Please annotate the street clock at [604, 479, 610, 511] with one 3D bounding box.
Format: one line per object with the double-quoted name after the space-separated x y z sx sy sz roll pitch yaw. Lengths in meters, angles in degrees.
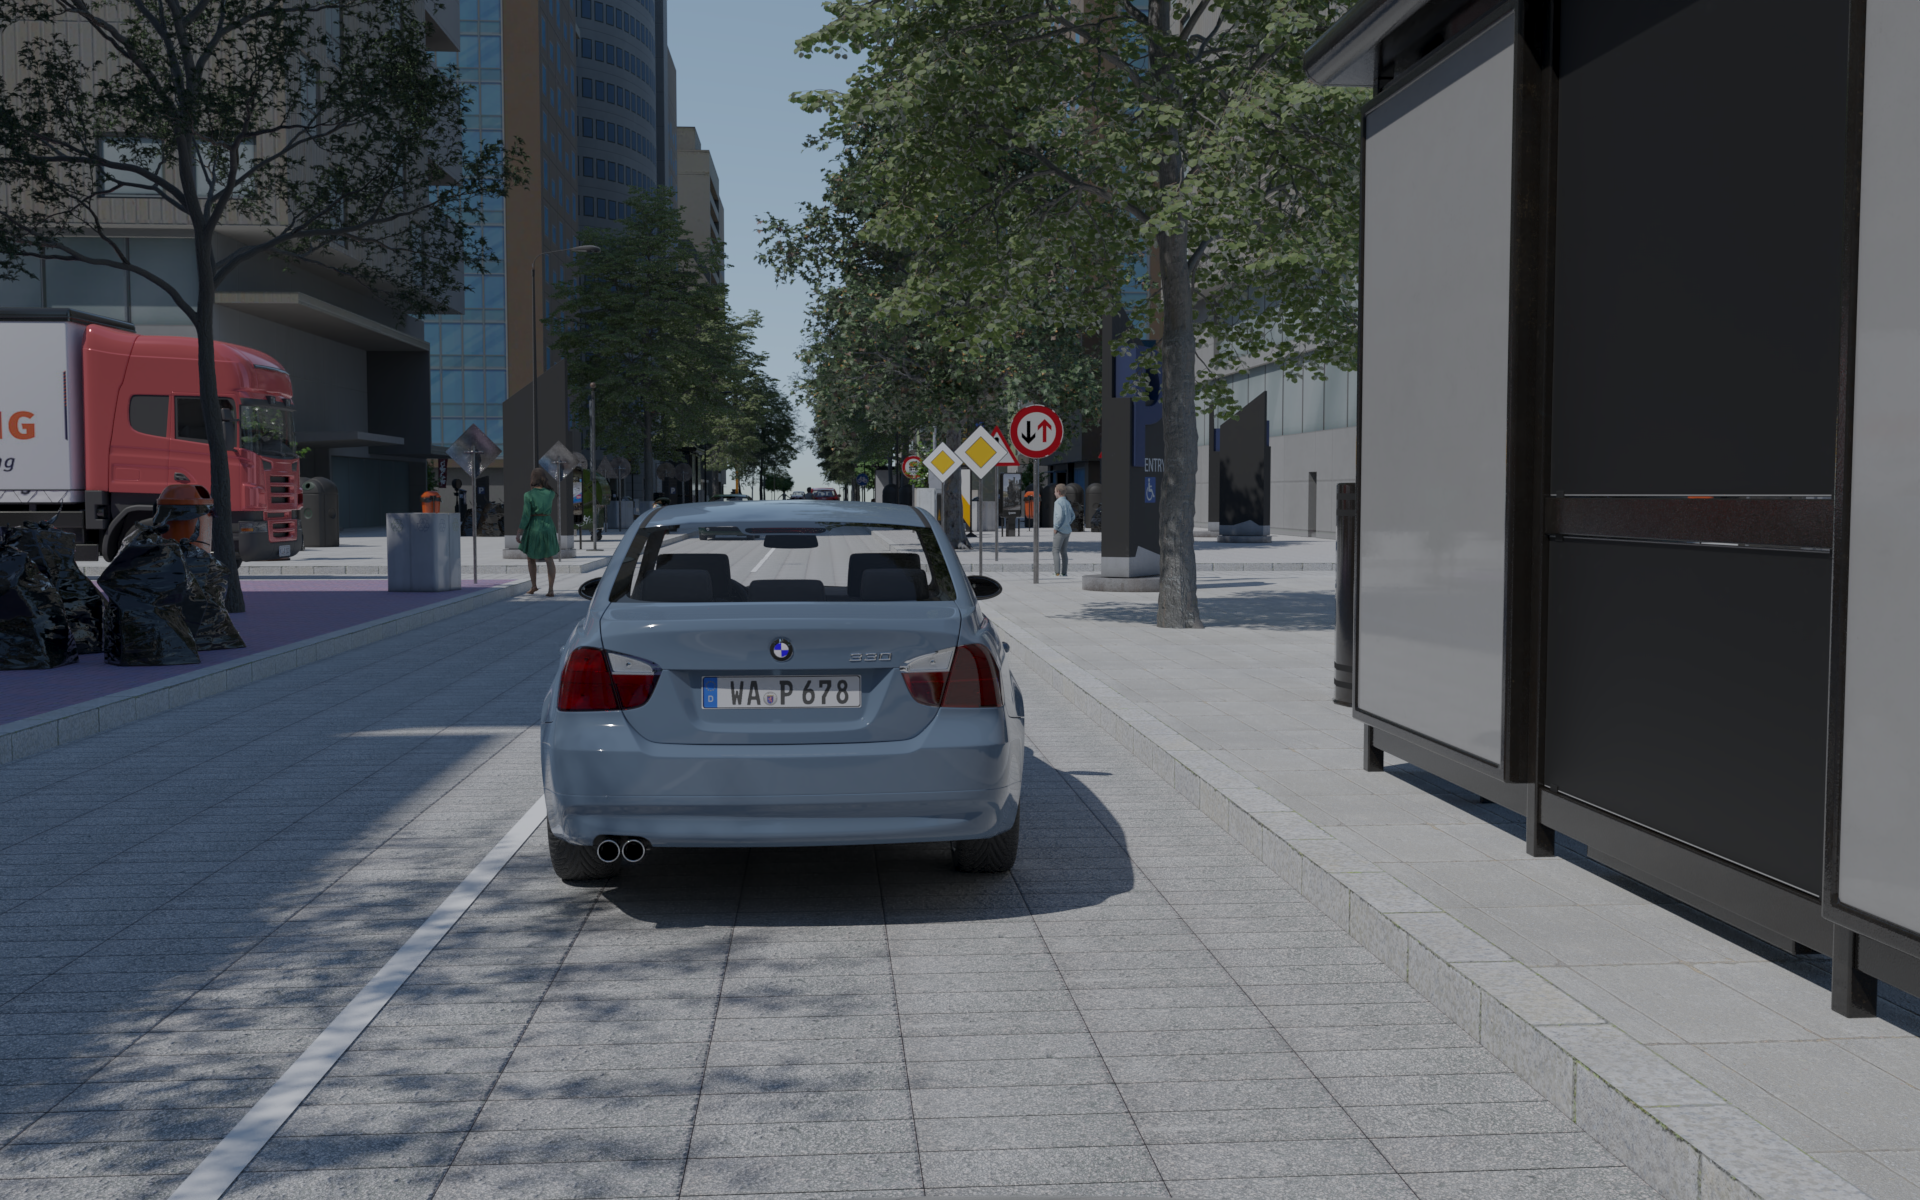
-16.990 -4.781 82.733 0.471 2.002 0.358 -2 4 -32 "street clock"

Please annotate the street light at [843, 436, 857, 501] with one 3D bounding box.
-6.497 -8.281 107.928 1.470 5.913 1.316 0 4 -5 "street light"

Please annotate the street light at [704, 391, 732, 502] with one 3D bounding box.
-10.962 -6.463 78.208 1.470 5.913 1.316 0 4 -5 "street light"

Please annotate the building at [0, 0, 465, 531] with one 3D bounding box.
-32.861 -28.695 58.405 28.713 52.752 27.495 0 4 -5 "building"

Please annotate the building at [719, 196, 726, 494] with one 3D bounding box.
-41.155 -36.653 249.394 14.600 45.320 14.200 0 4 -5 "building"

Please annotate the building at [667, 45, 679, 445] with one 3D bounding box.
-34.516 -31.545 165.870 14.600 45.320 14.200 0 4 -5 "building"

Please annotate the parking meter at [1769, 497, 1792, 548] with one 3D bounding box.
18.511 -2.041 39.076 0.399 1.863 0.255 3 5 43 "parking meter"

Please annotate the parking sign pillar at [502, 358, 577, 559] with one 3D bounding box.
-8.418 -2.819 34.565 1.447 3.967 1.447 0 4 6 "parking sign pillar"

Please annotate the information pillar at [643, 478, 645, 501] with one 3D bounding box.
-14.126 -4.504 78.140 0.304 2.012 0.304 0 4 1 "information pillar"

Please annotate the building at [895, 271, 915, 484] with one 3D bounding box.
1.365 -38.760 257.422 21.300 48.544 21.600 0 4 -5 "building"

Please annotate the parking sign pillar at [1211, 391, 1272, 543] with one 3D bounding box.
7.526 -3.501 45.721 1.447 3.967 1.447 3 4 36 "parking sign pillar"

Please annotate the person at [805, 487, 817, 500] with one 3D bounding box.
-7.155 -4.589 83.895 0.716 1.782 0.532 2 4 28 "person"

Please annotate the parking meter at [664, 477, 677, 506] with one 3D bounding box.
-9.845 -3.259 58.997 0.255 1.863 0.399 3 5 41 "parking meter"

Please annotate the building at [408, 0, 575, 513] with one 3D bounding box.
-29.636 -27.388 97.901 14.600 45.320 14.200 0 4 -5 "building"

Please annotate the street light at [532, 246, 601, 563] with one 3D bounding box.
-7.416 -3.666 32.483 1.470 5.913 1.316 0 4 -5 "street light"

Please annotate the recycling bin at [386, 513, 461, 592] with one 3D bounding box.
-7.105 -0.637 22.969 0.722 1.027 0.722 1 4 11 "recycling bin"

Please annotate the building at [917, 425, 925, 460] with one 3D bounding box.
1.700 -32.134 208.981 14.154 41.232 14.086 0 4 -5 "building"

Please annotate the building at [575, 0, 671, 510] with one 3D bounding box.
-35.981 -36.801 143.692 21.231 58.520 28.212 0 4 -5 "building"

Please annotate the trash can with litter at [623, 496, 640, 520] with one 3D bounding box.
-16.043 -4.500 84.963 1.055 1.170 0.624 2 4 33 "trash can with litter"

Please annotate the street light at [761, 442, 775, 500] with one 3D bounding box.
-17.145 -11.131 154.529 1.470 5.913 1.316 0 4 -5 "street light"

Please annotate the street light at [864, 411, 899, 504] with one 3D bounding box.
-2.794 -5.491 62.314 1.470 5.913 1.316 0 4 -5 "street light"

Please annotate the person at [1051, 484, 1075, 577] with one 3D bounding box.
1.690 -1.138 28.925 0.330 1.601 0.589 3 5 40 "person"

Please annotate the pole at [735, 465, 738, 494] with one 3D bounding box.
-12.853 -6.481 99.812 0.158 3.312 0.155 0 3 0 "pole"

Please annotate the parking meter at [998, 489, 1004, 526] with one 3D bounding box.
1.589 -3.721 69.250 0.372 1.533 0.369 0 3 0 "parking meter"

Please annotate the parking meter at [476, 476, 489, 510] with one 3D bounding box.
-15.355 -3.057 55.689 0.399 1.863 0.255 0 4 5 "parking meter"

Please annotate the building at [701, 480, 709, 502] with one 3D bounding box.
-46.988 -31.584 208.284 32.217 40.220 23.993 0 4 -5 "building"

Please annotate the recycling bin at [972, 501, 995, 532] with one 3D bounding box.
0.789 -2.873 59.520 0.722 1.027 0.722 2 4 30 "recycling bin"

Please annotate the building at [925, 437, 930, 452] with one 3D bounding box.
4.361 -29.727 169.636 14.154 41.232 14.086 0 4 -5 "building"

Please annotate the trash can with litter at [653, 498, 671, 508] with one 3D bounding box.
-9.554 -2.666 54.971 0.624 1.170 1.055 -2 4 -24 "trash can with litter"

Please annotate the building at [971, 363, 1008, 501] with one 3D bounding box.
12.023 -49.663 124.662 22.319 86.520 31.000 0 4 -5 "building"

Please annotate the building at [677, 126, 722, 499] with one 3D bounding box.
-43.341 -37.156 231.199 21.300 48.544 21.600 0 4 -5 "building"

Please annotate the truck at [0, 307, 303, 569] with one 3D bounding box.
-15.689 -2.340 27.167 11.283 4.237 2.839 0 4 -3 "truck"

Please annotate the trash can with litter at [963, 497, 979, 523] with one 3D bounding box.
0.474 -4.032 77.314 1.055 1.170 0.624 -2 4 -33 "trash can with litter"

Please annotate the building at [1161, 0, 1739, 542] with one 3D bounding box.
22.062 -28.577 56.474 27.495 52.752 28.713 0 4 -5 "building"

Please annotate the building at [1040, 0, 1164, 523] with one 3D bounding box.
11.465 -26.275 79.708 14.600 45.320 14.200 0 4 -5 "building"

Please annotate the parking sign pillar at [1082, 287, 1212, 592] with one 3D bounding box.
2.361 -2.122 23.167 1.447 3.967 1.447 2 4 30 "parking sign pillar"

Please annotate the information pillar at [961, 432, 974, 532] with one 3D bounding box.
0.229 -4.110 58.555 0.183 3.616 0.504 -3 4 -39 "information pillar"

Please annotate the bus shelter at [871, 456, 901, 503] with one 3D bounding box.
-3.799 -6.141 94.333 2.014 3.302 5.546 0 4 -4 "bus shelter"

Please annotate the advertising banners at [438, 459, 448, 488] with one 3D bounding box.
-24.509 -5.117 79.855 2.074 3.025 0.090 1 4 13 "advertising banners"

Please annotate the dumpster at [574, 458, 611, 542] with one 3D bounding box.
-10.339 -2.721 46.982 1.502 2.255 1.985 0 4 -4 "dumpster"

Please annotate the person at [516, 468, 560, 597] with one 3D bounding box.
-5.877 -0.946 24.217 0.600 1.795 0.529 -3 5 -45 "person"

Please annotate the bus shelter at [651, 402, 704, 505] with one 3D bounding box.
-12.822 -6.131 77.882 2.179 5.291 8.768 0 4 -5 "bus shelter"

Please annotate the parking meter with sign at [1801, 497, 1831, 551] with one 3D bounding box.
17.492 -2.382 35.202 1.738 3.016 0.543 -3 5 -43 "parking meter with sign"

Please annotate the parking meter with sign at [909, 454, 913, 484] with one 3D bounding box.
-1.496 -4.925 76.791 1.738 3.016 0.543 -2 4 -27 "parking meter with sign"

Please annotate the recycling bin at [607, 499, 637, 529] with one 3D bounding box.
-12.504 -3.132 63.754 0.722 1.027 0.722 -3 5 -41 "recycling bin"

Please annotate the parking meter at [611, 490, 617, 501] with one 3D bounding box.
-20.179 -5.657 100.909 0.372 1.533 0.369 0 3 0 "parking meter"

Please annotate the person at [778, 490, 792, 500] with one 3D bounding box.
-13.687 -7.697 135.126 1.217 1.735 0.721 1 4 15 "person"

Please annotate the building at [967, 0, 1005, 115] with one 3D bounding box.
9.551 -32.309 151.959 21.300 48.544 21.600 0 4 -5 "building"

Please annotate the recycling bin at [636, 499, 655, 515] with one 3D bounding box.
-10.895 -2.994 61.513 0.722 1.027 0.722 -3 5 -43 "recycling bin"

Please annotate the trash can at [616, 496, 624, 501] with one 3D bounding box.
-20.329 -5.654 104.095 0.748 1.137 0.748 0 3 0 "trash can"

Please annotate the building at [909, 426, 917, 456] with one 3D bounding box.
4.362 -37.409 231.252 23.786 49.044 30.456 0 4 -5 "building"

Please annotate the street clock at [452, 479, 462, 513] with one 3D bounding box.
-23.988 -4.773 82.606 0.358 2.002 0.471 2 4 25 "street clock"

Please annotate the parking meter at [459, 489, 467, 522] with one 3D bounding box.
-22.934 -4.374 79.918 0.372 1.533 0.369 0 3 0 "parking meter"

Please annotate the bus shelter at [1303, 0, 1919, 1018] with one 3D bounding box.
2.778 -1.766 6.509 2.179 5.291 8.768 0 4 -4 "bus shelter"

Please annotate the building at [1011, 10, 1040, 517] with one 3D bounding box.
9.629 -25.582 101.858 14.154 41.232 14.086 0 4 -5 "building"

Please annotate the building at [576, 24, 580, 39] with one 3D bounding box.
-39.596 -26.004 117.053 32.217 40.220 23.993 0 4 -5 "building"

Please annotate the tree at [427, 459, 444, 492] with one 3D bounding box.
-24.054 -5.115 78.230 1.663 3.219 1.824 0 3 0 "tree"
